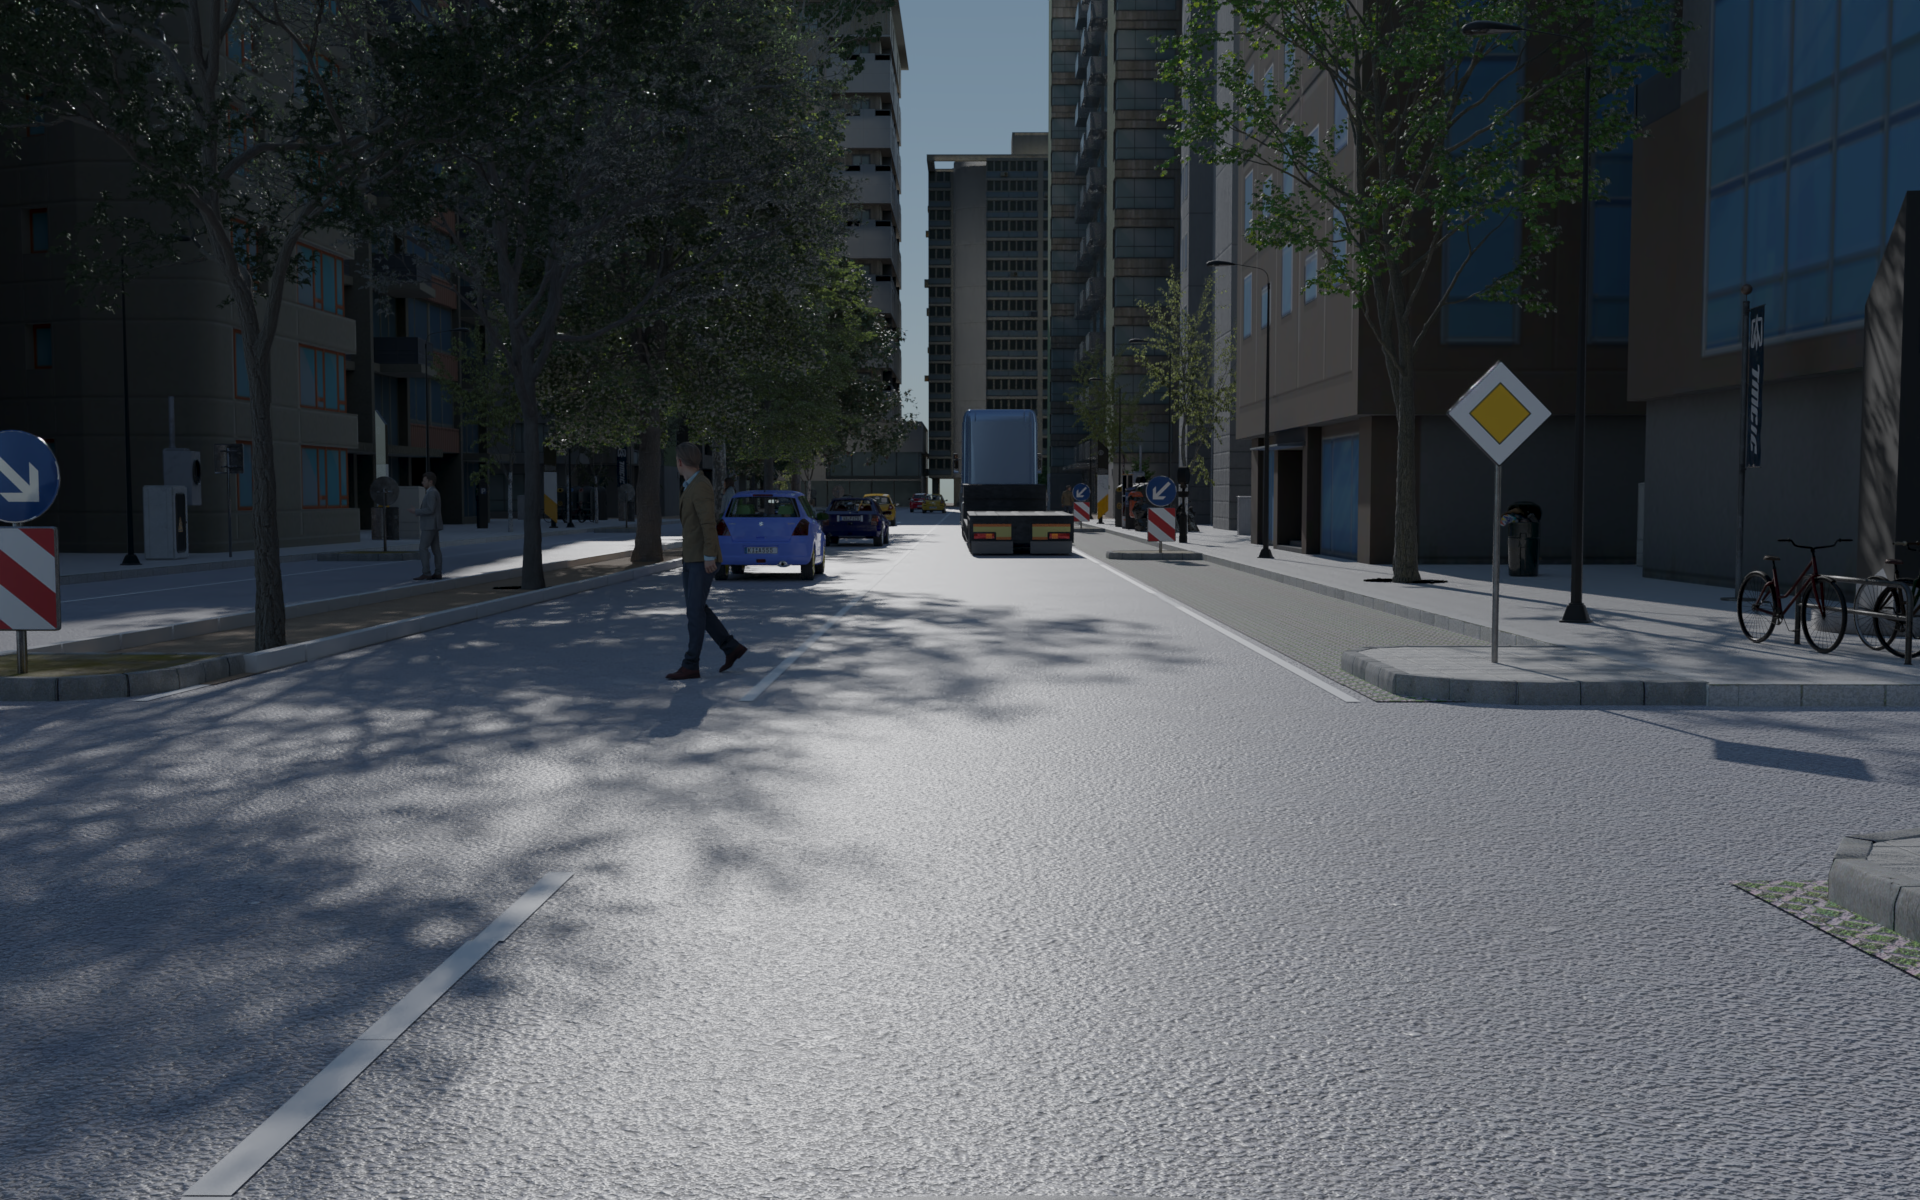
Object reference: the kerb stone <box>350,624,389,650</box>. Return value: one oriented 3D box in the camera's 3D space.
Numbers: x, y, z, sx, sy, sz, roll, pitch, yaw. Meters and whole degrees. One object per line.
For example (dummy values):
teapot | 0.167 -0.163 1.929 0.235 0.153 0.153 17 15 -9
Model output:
kerb stone | -5.638 0.362 16.337 0.120 0.150 1.000 0 4 0

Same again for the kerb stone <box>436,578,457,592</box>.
kerb stone | -7.681 -0.209 25.610 0.120 0.150 1.000 0 4 0

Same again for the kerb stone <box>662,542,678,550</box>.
kerb stone | -7.561 -1.402 45.142 0.120 0.150 1.000 0 4 0

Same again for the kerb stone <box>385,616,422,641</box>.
kerb stone | -5.633 0.296 17.359 0.120 0.150 1.000 0 4 0

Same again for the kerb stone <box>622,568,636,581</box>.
kerb stone | -5.566 -0.392 28.646 0.120 0.150 1.000 0 4 0

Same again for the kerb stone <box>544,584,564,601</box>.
kerb stone | -5.593 -0.081 23.523 0.120 0.150 1.000 0 4 0

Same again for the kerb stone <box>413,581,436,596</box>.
kerb stone | -7.691 -0.146 24.581 0.120 0.150 1.000 0 4 0

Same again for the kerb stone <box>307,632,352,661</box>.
kerb stone | -5.638 0.425 15.315 0.120 0.150 1.000 0 4 0

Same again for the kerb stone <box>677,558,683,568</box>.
kerb stone | -5.532 -0.708 33.765 0.120 0.150 1.000 0 4 0

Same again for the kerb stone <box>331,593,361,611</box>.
kerb stone | -7.709 0.042 21.512 0.120 0.150 1.000 0 4 0

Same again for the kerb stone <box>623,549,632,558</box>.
kerb stone | -7.596 -1.027 38.990 0.120 0.150 1.000 0 4 0

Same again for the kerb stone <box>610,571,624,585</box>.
kerb stone | -5.566 -0.324 27.621 0.120 0.150 1.000 0 4 0

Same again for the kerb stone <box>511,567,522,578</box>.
kerb stone | -7.658 -0.461 29.727 0.120 0.150 1.000 0 4 0

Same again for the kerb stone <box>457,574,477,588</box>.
kerb stone | -7.672 -0.272 26.643 0.120 0.150 1.000 0 4 0

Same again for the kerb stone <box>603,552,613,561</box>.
kerb stone | -7.613 -0.902 36.942 0.120 0.150 1.000 0 4 0

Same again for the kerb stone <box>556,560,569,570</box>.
kerb stone | -7.642 -0.649 32.814 0.120 0.150 1.000 0 4 0

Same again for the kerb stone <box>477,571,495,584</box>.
kerb stone | -7.674 -0.331 27.671 0.120 0.150 1.000 0 4 0

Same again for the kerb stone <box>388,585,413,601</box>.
kerb stone | -7.697 -0.083 23.559 0.120 0.150 1.000 0 4 0

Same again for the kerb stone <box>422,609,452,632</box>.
kerb stone | -5.626 0.233 18.382 0.120 0.150 1.000 0 4 0

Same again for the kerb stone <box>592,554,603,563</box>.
kerb stone | -7.621 -0.839 35.914 0.120 0.150 1.000 0 4 0

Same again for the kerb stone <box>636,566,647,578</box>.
kerb stone | -5.552 -0.457 29.670 0.120 0.150 1.000 0 4 0

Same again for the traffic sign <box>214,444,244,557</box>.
traffic sign | -14.809 -2.017 35.100 0.606 2.300 0.079 0 4 2

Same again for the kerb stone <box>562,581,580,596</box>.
kerb stone | -5.594 -0.144 24.546 0.120 0.150 1.000 0 4 0

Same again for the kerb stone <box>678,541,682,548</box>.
kerb stone | -7.554 -1.466 46.168 0.120 0.150 1.000 0 4 0

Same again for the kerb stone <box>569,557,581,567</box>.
kerb stone | -7.632 -0.707 33.852 0.120 0.150 1.000 0 4 0

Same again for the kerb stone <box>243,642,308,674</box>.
kerb stone | -5.656 0.483 14.293 0.120 0.150 1.000 0 4 0

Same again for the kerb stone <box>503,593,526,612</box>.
kerb stone | -5.605 0.045 21.465 0.120 0.150 1.000 0 4 0

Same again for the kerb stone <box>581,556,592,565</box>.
kerb stone | -7.630 -0.775 34.873 0.120 0.150 1.000 0 4 0

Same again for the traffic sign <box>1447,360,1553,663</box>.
traffic sign | 4.063 -0.579 13.112 0.795 2.450 0.064 0 4 0

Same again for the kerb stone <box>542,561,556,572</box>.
kerb stone | -7.650 -0.586 31.782 0.120 0.150 1.000 0 4 0

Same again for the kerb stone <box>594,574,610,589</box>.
kerb stone | -5.582 -0.265 26.595 0.120 0.150 1.000 0 4 0

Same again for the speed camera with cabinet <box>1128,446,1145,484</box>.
speed camera with cabinet | 7.130 -4.723 71.561 0.660 3.252 2.038 0 4 -6

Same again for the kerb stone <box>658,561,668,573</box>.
kerb stone | -5.544 -0.582 31.717 0.120 0.150 1.000 0 4 0

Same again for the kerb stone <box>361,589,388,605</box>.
kerb stone | -7.700 -0.019 22.534 0.120 0.150 1.000 0 4 0

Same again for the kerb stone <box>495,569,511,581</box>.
kerb stone | -7.670 -0.397 28.693 0.120 0.150 1.000 0 4 0

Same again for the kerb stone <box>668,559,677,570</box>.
kerb stone | -5.540 -0.642 32.743 0.120 0.150 1.000 0 4 0

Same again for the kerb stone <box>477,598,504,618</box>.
kerb stone | -5.608 0.108 20.431 0.120 0.150 1.000 0 4 0

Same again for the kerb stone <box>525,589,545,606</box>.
kerb stone | -5.604 -0.019 22.498 0.120 0.150 1.000 0 4 0

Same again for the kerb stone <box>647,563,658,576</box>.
kerb stone | -5.550 -0.520 30.695 0.120 0.150 1.000 0 4 0

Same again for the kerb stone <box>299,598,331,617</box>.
kerb stone | -7.717 0.104 20.490 0.120 0.150 1.000 0 4 0

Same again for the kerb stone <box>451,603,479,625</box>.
kerb stone | -5.624 0.171 19.407 0.120 0.150 1.000 0 4 0

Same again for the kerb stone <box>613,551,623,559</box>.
kerb stone | -7.609 -0.962 37.964 0.120 0.150 1.000 0 4 0

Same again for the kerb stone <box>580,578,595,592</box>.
kerb stone | -5.591 -0.201 25.569 0.120 0.150 1.000 0 4 0

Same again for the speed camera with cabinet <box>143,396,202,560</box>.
speed camera with cabinet | -15.666 -2.455 34.472 0.660 3.252 2.038 -1 4 -9
